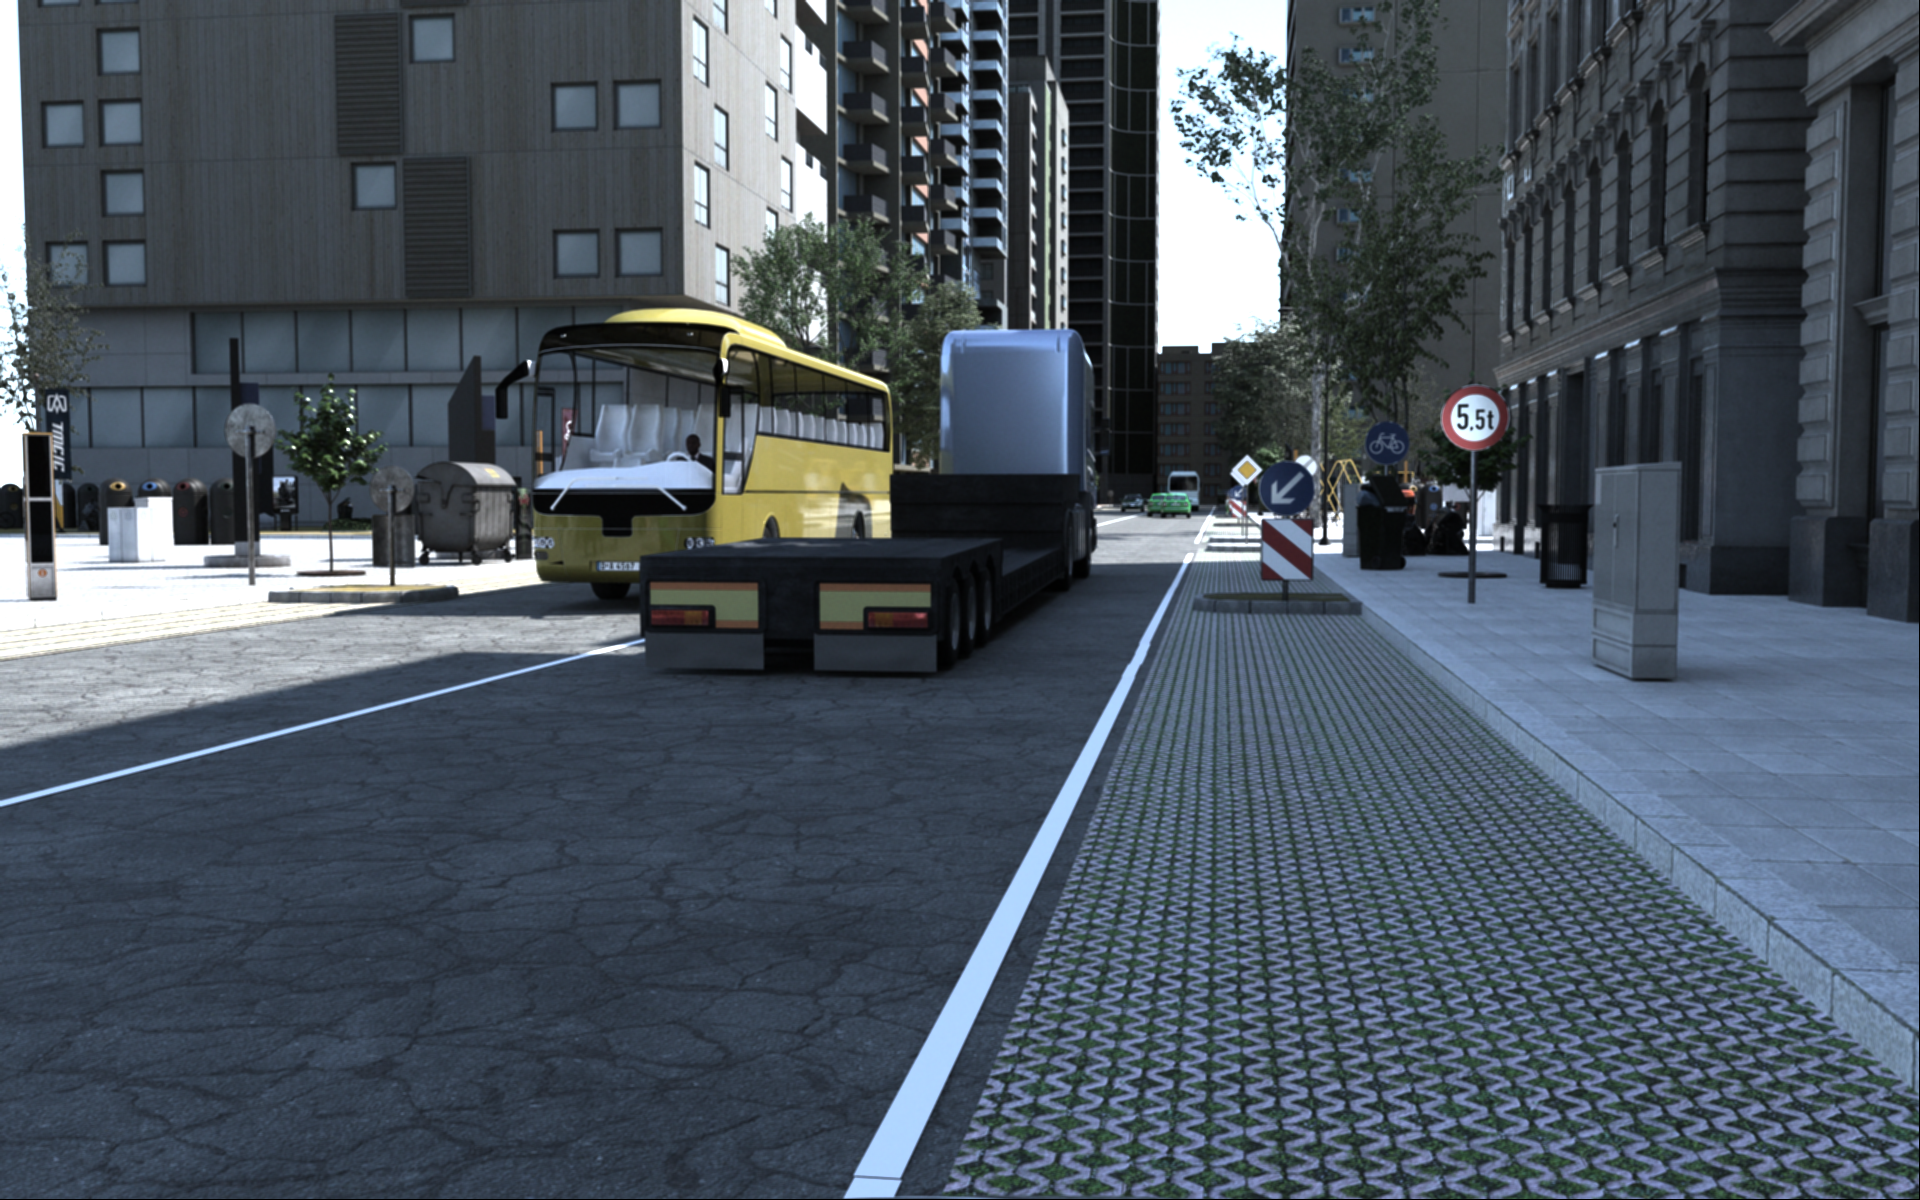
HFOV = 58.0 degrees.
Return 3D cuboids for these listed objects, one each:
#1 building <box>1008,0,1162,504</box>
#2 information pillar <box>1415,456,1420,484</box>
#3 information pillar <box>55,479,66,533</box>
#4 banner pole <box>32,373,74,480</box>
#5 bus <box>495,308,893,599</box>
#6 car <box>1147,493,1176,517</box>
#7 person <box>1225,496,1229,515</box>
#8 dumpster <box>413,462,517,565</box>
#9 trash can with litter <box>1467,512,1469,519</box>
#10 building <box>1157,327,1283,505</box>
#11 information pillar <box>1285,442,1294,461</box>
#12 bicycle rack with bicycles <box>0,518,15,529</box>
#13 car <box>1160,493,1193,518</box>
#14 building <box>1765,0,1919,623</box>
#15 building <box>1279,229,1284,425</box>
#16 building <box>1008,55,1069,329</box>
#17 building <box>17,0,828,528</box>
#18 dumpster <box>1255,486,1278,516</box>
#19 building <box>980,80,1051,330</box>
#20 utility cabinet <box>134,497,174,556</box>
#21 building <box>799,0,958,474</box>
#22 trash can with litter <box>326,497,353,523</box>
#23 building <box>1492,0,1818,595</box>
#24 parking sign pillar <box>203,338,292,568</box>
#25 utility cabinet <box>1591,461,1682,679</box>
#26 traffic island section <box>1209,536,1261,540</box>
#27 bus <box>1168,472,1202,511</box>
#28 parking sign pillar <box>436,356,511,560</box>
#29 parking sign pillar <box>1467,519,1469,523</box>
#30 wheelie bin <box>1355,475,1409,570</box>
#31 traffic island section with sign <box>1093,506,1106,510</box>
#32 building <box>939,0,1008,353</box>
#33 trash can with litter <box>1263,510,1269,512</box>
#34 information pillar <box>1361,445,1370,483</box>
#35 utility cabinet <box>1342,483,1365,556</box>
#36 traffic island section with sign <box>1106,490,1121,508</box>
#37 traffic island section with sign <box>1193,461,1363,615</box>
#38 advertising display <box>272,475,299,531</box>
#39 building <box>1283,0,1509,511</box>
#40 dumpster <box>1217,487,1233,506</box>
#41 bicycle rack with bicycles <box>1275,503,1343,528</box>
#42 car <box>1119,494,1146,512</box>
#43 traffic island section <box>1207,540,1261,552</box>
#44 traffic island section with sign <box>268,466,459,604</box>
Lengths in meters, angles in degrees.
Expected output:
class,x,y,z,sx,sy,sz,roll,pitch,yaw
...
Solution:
class,x,y,z,sx,sy,sz,roll,pitch,yaw
building,15.073,-47.991,222.901,20.611,71.187,20.563,1,4,9
information pillar,26.503,-6.666,100.343,0.183,3.616,0.504,-1,4,-10
information pillar,-29.530,-3.999,56.740,0.183,3.616,0.504,-3,5,-44
banner pole,-18.980,-2.822,36.155,0.863,3.779,0.401,-3,5,-41
bus,-3.339,-2.151,26.717,2.896,3.916,12.252,0,4,8
car,12.797,-6.174,109.738,1.959,1.807,4.718,0,4,8
person,17.418,-6.123,112.862,0.306,1.304,0.590,2,4,25
dumpster,-9.101,-1.598,31.881,1.264,1.857,1.865,1,4,8
trash can with litter,27.598,-4.841,90.202,2.233,1.210,1.678,1,4,14
building,40.602,-23.193,224.241,28.899,21.520,27.650,1,4,9
information pillar,14.846,-5.311,78.196,0.183,3.616,0.504,-2,4,-30
bicycle rack with bicycles,-35.981,-2.991,62.285,2.925,0.926,2.852,0,4,-7
car,13.034,-5.849,104.421,1.959,1.807,4.718,0,4,8
building,13.334,-11.097,10.318,11.050,23.489,19.941,1,4,9
building,41.846,-25.519,188.941,14.160,30.474,14.107,1,4,9
building,0.476,-34.667,190.503,21.600,48.544,21.300,1,4,9
building,-21.524,-29.880,77.776,28.713,52.752,27.495,1,4,9
dumpster,18.191,-6.096,102.170,1.502,2.255,1.985,1,4,9
building,1.035,-29.583,167.281,14.154,41.232,14.086,1,4,9
utility cabinet,-16.660,-1.507,35.803,0.306,1.237,1.020,0,4,3
building,-12.178,-28.044,113.136,22.147,44.769,28.867,1,4,9
trash can with litter,-22.907,-3.205,63.796,1.055,1.170,0.624,-1,4,-23
building,15.500,-11.032,29.518,9.793,20.994,18.267,1,4,9
parking sign pillar,-12.656,-2.581,30.664,1.447,3.967,1.447,-1,4,-22
utility cabinet,4.800,-0.225,12.364,0.318,1.500,1.173,0,4,7
traffic island section,8.447,-1.796,51.650,2.009,0.180,2.903,1,4,9
bus,19.229,-9.396,148.492,2.948,3.499,13.247,0,4,8
parking sign pillar,-9.699,-2.810,34.412,1.447,3.967,1.447,-3,5,-39
parking sign pillar,22.987,-5.354,76.004,1.447,3.967,1.447,-2,4,-30
wheelie bin,7.130,-1.317,29.436,0.980,1.594,0.693,-2,4,-35
traffic island section with sign,11.742,-8.895,154.065,1.989,1.847,2.006,1,4,9
building,-6.609,-50.864,144.292,22.319,86.520,31.000,1,4,9
trash can with litter,22.464,-6.987,125.626,1.055,1.170,0.624,1,4,13
information pillar,19.224,-5.557,82.210,0.504,3.616,0.183,-2,4,-28
utility cabinet,8.119,-1.649,35.648,0.318,1.500,1.173,1,4,22
traffic island section with sign,15.759,-10.526,180.721,1.989,1.847,2.006,1,4,9
traffic island section with sign,3.905,-0.784,21.441,1.989,1.847,2.006,1,4,9
advertising display,-23.430,-3.360,60.143,0.974,1.923,0.123,1,4,15
building,37.701,-31.678,141.645,21.300,48.544,21.600,1,4,9
dumpster,30.532,-11.897,199.460,1.985,2.255,1.502,0,4,7
bicycle rack with bicycles,13.528,-3.268,66.810,2.925,0.926,2.852,-1,4,-11
car,13.947,-7.819,139.642,2.131,1.459,4.920,0,4,7
traffic island section,7.257,-1.313,43.754,2.009,0.180,2.903,1,4,9
traffic island section with sign,-7.944,-0.908,23.471,1.989,1.847,2.006,1,4,9
